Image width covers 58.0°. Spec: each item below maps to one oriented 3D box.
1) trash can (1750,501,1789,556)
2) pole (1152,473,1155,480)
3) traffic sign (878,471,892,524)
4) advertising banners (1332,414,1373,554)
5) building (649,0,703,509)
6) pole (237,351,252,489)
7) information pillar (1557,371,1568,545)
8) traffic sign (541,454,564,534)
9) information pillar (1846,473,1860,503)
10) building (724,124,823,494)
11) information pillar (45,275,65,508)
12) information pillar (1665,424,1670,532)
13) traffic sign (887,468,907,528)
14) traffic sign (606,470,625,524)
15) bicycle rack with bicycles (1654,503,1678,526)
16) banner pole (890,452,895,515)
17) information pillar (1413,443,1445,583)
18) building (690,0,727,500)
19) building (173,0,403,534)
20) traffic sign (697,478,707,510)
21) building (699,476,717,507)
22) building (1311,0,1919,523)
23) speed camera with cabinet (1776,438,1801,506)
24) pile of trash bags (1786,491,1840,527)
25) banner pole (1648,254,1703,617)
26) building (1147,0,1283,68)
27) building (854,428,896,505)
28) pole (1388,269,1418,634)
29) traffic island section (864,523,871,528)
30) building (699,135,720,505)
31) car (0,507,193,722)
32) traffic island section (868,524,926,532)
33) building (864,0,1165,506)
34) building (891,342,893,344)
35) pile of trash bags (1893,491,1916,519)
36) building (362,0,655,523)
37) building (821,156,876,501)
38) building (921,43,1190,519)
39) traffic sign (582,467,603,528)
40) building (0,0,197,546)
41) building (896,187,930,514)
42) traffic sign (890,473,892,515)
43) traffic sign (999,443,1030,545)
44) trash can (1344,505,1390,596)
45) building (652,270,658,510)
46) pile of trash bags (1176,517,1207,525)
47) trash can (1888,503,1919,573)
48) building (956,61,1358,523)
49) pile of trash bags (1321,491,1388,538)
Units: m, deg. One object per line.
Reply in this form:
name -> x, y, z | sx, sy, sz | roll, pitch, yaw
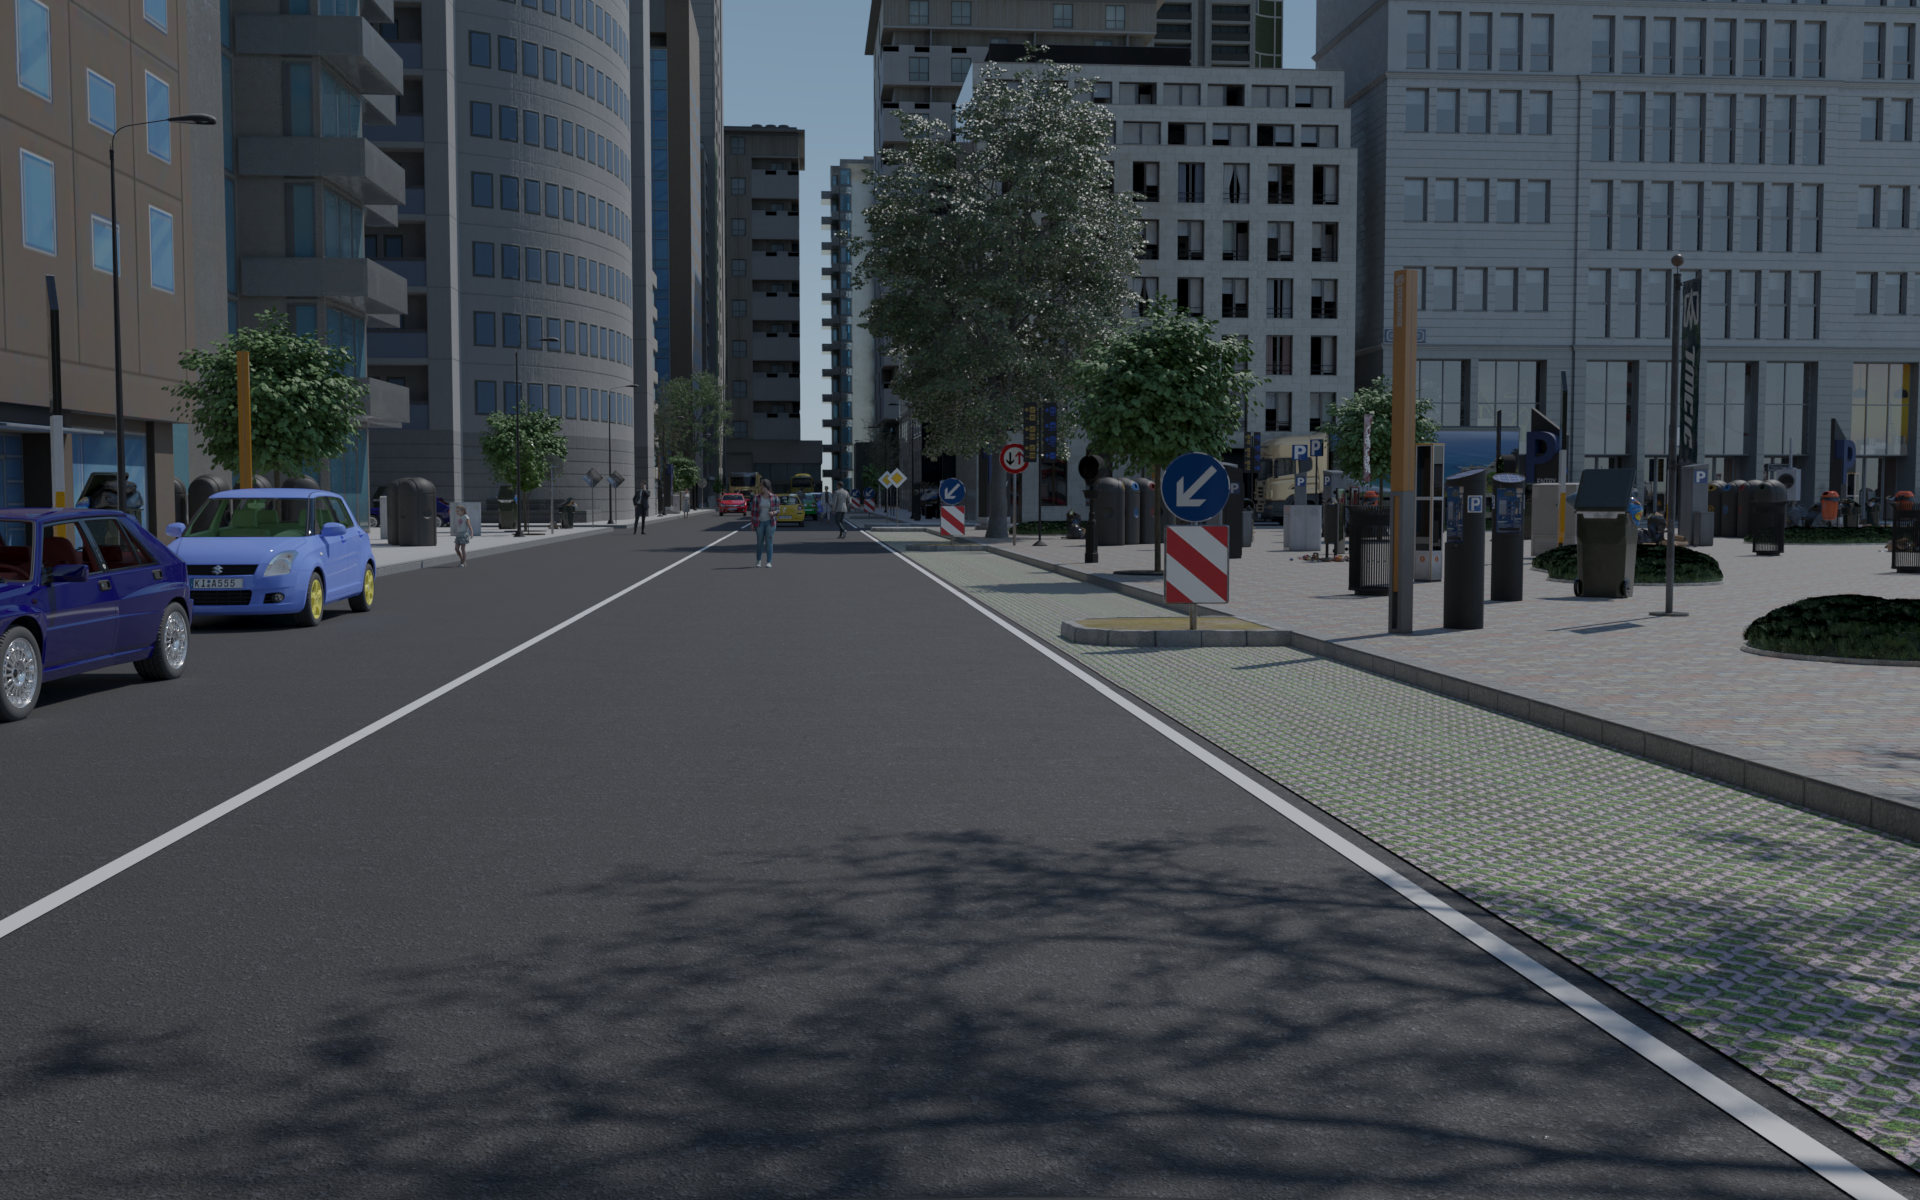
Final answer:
trash can -> 16.876, -1.498, 36.138 | 0.748, 1.137, 0.748 | 0, 3, 0
pole -> 8.522, -5.027, 76.028 | 0.158, 3.312, 0.155 | 0, 3, 0
traffic sign -> -3.122, -4.323, 74.319 | 0.795, 2.450, 0.064 | 0, 4, -5
advertising banners -> 8.513, -2.521, 37.412 | 0.090, 3.025, 2.074 | 2, 4, 35
building -> -30.381, -30.810, 153.857 | 14.600, 45.320, 14.200 | 0, 4, -5
pole -> -10.263, -1.898, 24.884 | 0.158, 3.312, 0.155 | 0, 3, 0
information pillar -> 11.382, -2.530, 32.720 | 0.183, 3.616, 0.504 | 1, 4, 14
traffic sign -> -13.105, -3.395, 55.611 | 0.768, 2.556, 0.104 | 0, 4, -3
information pillar -> 30.935, -3.397, 60.038 | 0.304, 2.012, 0.304 | -3, 4, -37
building -> -33.495, -40.156, 245.789 | 27.495, 52.752, 28.713 | 0, 4, -5
information pillar -> -9.612, -1.656, 18.432 | 0.183, 3.616, 0.504 | -2, 4, -32
information pillar -> 23.879, -4.084, 58.132 | 0.183, 3.616, 0.504 | 0, 4, 2
traffic sign -> -2.411, -3.836, 66.366 | 0.795, 2.450, 0.064 | 0, 4, -5
traffic sign -> -14.573, -4.262, 73.319 | 0.795, 2.450, 0.064 | 0, 4, -5
bicycle rack with bicycles -> 27.967, -3.209, 65.857 | 2.852, 0.926, 2.925 | 0, 4, 2
banner pole -> -4.041, -6.946, 103.580 | 0.401, 3.779, 0.863 | 1, 4, 15
information pillar -> 6.836, -1.270, 25.252 | 0.304, 2.012, 0.304 | -3, 5, -41
building -> -39.448, -47.255, 210.863 | 20.611, 71.187, 20.563 | 0, 4, -5
building -> -32.553, -26.243, 48.679 | 30.456, 49.044, 23.786 | 0, 4, -5
traffic sign -> -20.334, -8.353, 136.682 | 0.768, 2.556, 0.104 | 0, 4, -4
building -> -41.011, -29.391, 172.426 | 32.217, 40.220, 23.993 | 0, 4, -5
building -> 32.943, -18.682, 82.937 | 29.804, 29.767, 11.434 | 0, 4, -5
speed camera with cabinet -> 28.707, -4.111, 61.554 | 2.038, 3.252, 0.660 | 3, 5, 41
pile of trash bags -> 27.735, -2.872, 56.705 | 1.912, 1.369, 3.447 | 0, 4, -3
banner pole -> 7.486, -1.709, 17.955 | 0.401, 3.779, 0.863 | 0, 4, 1
building -> 35.307, -49.492, 247.453 | 20.611, 71.187, 20.563 | 0, 4, -5
building -> -1.303, -54.760, 208.003 | 22.319, 86.520, 31.000 | 0, 4, -5
pole -> 4.061, -1.347, 15.872 | 0.158, 3.312, 0.155 | 0, 3, 0
traffic island section -> -3.099, -3.188, 74.399 | 2.009, 0.180, 2.903 | 0, 4, -5
building -> -34.211, -31.105, 192.157 | 14.154, 41.232, 14.086 | 0, 4, -5
car -> -6.848, 0.031, 12.072 | 1.945, 1.354, 3.894 | 0, 4, -3
traffic island section -> -2.388, -2.701, 66.445 | 2.009, 0.180, 2.903 | 0, 4, -5
building -> 4.964, -36.150, 180.283 | 28.713, 52.752, 27.495 | 0, 4, -5
building -> 1.627, -18.132, 138.257 | 13.314, 21.916, 24.055 | 0, 4, -5
pile of trash bags -> 53.024, -5.419, 98.361 | 1.912, 1.369, 3.447 | 1, 4, 13
building -> -27.169, -33.230, 85.303 | 21.231, 58.520, 28.212 | 0, 4, -5
building -> -4.373, -38.284, 245.553 | 30.456, 49.044, 23.786 | 0, 4, -5
building -> 4.570, -16.158, 93.861 | 12.332, 23.373, 15.834 | 0, 4, -5
traffic sign -> -13.861, -3.775, 65.366 | 0.795, 2.450, 0.064 | 0, 4, -5
building -> -21.717, -23.006, 26.267 | 14.600, 45.320, 14.200 | 0, 4, -5
building -> 3.092, -16.634, 113.761 | 13.314, 21.916, 24.055 | 0, 4, -5
traffic sign -> -4.214, -6.450, 105.559 | 0.768, 2.556, 0.104 | 0, 4, -5
traffic sign -> 1.361, -2.636, 43.208 | 0.768, 2.556, 0.104 | 0, 4, -3
trash can -> 5.250, -0.633, 22.003 | 0.748, 1.137, 0.748 | 0, 3, 0
building -> -36.541, -16.954, 122.229 | 27.650, 21.520, 28.899 | 0, 4, -5
pile of trash bags -> 5.962, -2.481, 50.309 | 3.447, 1.369, 1.912 | 0, 4, -3
trash can -> 15.513, -1.011, 28.186 | 0.748, 1.137, 0.748 | 0, 3, 0
building -> 8.642, -13.830, 80.868 | 16.860, 20.320, 10.420 | 0, 4, -5
pile of trash bags -> 12.131, -2.616, 52.518 | 1.912, 1.369, 3.447 | 2, 4, 25
